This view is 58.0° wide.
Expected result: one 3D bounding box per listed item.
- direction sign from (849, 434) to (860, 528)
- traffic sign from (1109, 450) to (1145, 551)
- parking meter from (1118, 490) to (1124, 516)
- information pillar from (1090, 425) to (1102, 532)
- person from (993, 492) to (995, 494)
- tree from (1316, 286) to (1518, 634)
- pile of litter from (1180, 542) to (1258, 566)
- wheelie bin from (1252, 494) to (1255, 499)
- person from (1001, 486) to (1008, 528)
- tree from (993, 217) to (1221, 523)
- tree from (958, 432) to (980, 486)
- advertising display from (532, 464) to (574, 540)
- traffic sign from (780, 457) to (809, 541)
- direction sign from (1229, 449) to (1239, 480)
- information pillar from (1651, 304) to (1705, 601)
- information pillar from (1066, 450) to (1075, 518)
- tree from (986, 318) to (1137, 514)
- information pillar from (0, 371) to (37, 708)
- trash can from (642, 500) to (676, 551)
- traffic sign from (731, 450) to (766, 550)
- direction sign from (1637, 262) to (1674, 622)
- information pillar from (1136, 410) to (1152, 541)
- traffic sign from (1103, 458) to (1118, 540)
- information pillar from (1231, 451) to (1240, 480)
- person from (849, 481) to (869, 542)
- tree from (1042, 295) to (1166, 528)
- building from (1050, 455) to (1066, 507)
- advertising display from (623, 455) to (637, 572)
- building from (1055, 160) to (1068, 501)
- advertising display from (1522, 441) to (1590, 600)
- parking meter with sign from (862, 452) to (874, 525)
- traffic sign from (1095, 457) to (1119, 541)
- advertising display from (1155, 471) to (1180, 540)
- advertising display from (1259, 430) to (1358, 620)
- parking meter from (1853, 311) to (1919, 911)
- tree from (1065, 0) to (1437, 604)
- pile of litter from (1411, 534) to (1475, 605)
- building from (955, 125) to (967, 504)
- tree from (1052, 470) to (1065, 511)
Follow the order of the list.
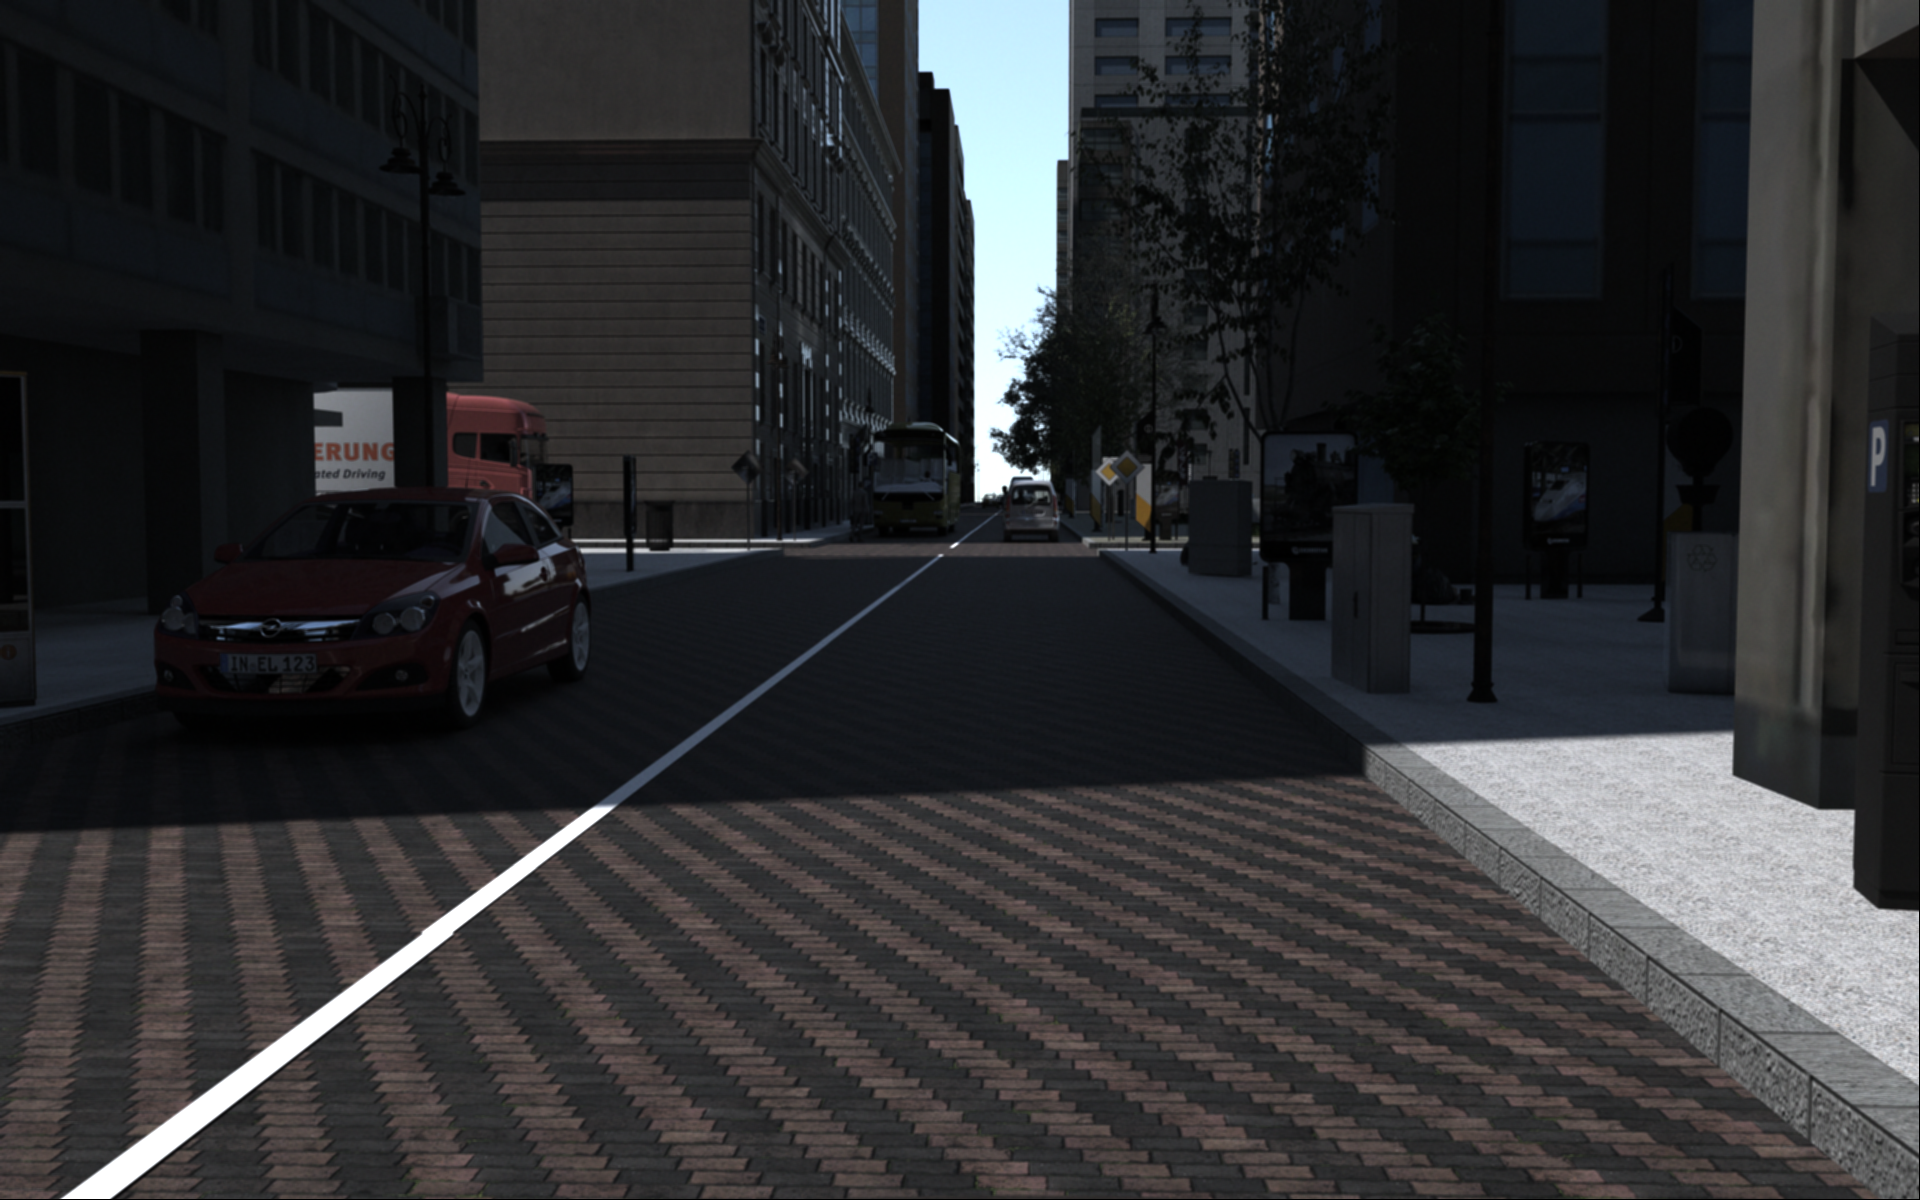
[{"bbox_3d":[-3.970,-4.481,65.260,0.379,3.537,0.876,1,4,20],"label":"direction sign"},{"bbox_3d":[3.767,-2.171,39.134,0.795,2.450,0.064,0,4,2],"label":"traffic sign"},{"bbox_3d":[9.278,-5.588,99.778,0.372,1.533,0.369,0,3,0],"label":"parking meter"},{"bbox_3d":[4.625,-4.138,59.008,0.183,3.616,0.504,3,5,45],"label":"information pillar"},{"bbox_3d":[5.188,-15.794,267.421,1.217,1.739,0.721,3,4,36],"label":"person"},{"bbox_3d":[4.418,-1.319,16.162,1.663,3.219,1.824,0,3,0],"label":"tree"},{"bbox_3d":[4.693,-1.059,31.286,1.719,0.858,1.176,-2,4,-25],"label":"pile of litter"},{"bbox_3d":[11.119,-3.688,68.209,0.980,1.594,0.693,1,4,13],"label":"wheelie bin"},{"bbox_3d":[1.972,-3.913,72.826,0.721,1.781,0.623,-3,5,-39],"label":"person"},{"bbox_3d":[6.654,-10.250,77.960,12.009,13.543,11.850,0,3,0],"label":"tree"},{"bbox_3d":[0.059,-15.238,199.509,4.360,8.622,3.978,0,3,0],"label":"tree"},{"bbox_3d":[-8.709,-1.949,37.077,0.123,1.923,0.974,3,5,40],"label":"advertising display"},{"bbox_3d":[-4.530,-2.679,47.446,0.795,2.450,0.064,0,4,2],"label":"traffic sign"},{"bbox_3d":[13.737,-5.810,86.993,0.379,3.537,0.876,3,5,41],"label":"direction sign"},{"bbox_3d":[8.557,-1.789,20.603,0.183,3.616,0.504,-3,5,-45],"label":"information pillar"},{"bbox_3d":[5.897,-6.206,92.822,0.504,3.616,0.183,2,4,32],"label":"information pillar"},{"bbox_3d":[6.865,-11.847,110.704,9.611,12.733,9.660,0,3,0],"label":"tree"},{"bbox_3d":[-5.805,-0.364,10.439,0.304,2.012,0.304,3,5,45],"label":"information pillar"},{"bbox_3d":[-6.787,-1.679,39.104,0.748,1.137,0.748,0,3,0],"label":"trash can"},{"bbox_3d":[-4.820,-2.191,39.466,0.795,2.450,0.064,0,4,2],"label":"traffic sign"},{"bbox_3d":[7.044,-1.553,17.384,0.379,3.537,0.876,1,4,14],"label":"direction sign"},{"bbox_3d":[5.077,-3.428,47.396,0.504,3.616,0.183,1,4,9],"label":"information pillar"},{"bbox_3d":[4.302,-2.839,48.543,0.606,2.300,0.079,0,4,8],"label":"traffic sign"},{"bbox_3d":[15.004,-6.302,94.397,0.504,3.616,0.183,-1,4,-10],"label":"information pillar"},{"bbox_3d":[-3.020,-2.660,52.106,0.709,1.813,0.853,2,4,23],"label":"person"},{"bbox_3d":[5.516,-7.032,65.342,4.737,8.622,4.395,0,3,0],"label":"tree"},{"bbox_3d":[26.350,-23.915,236.042,27.650,21.520,28.899,0,4,2],"label":"building"},{"bbox_3d":[-5.519,-1.454,28.986,0.123,1.923,0.974,0,4,-5],"label":"advertising display"},{"bbox_3d":[18.872,-32.456,214.244,14.154,41.232,14.086,0,4,2],"label":"building"},{"bbox_3d":[7.287,-0.976,21.178,0.974,1.923,0.123,-2,4,-26],"label":"advertising display"},{"bbox_3d":[-3.805,-4.616,71.728,0.543,3.016,1.738,0,4,6],"label":"parking meter with sign"},{"bbox_3d":[4.058,-2.659,47.113,0.795,2.450,0.064,0,4,2],"label":"traffic sign"},{"bbox_3d":[5.733,-2.636,48.307,0.974,1.923,0.123,-3,4,-36],"label":"advertising display"},{"bbox_3d":[3.537,-0.757,17.593,0.974,1.923,0.123,1,4,10],"label":"advertising display"},{"bbox_3d":[2.994,0.019,5.406,0.255,1.863,0.399,1,4,14],"label":"parking meter"},{"bbox_3d":[3.589,-4.278,20.308,4.360,8.622,3.978,0,3,0],"label":"tree"},{"bbox_3d":[5.437,-0.408,20.631,1.176,0.858,1.719,-2,4,-31],"label":"pile of litter"},{"bbox_3d":[-10.487,-36.320,217.529,21.300,48.544,21.600,0,4,2],"label":"building"},{"bbox_3d":[7.698,-8.552,134.433,1.663,3.219,1.824,0,3,0],"label":"tree"}]
